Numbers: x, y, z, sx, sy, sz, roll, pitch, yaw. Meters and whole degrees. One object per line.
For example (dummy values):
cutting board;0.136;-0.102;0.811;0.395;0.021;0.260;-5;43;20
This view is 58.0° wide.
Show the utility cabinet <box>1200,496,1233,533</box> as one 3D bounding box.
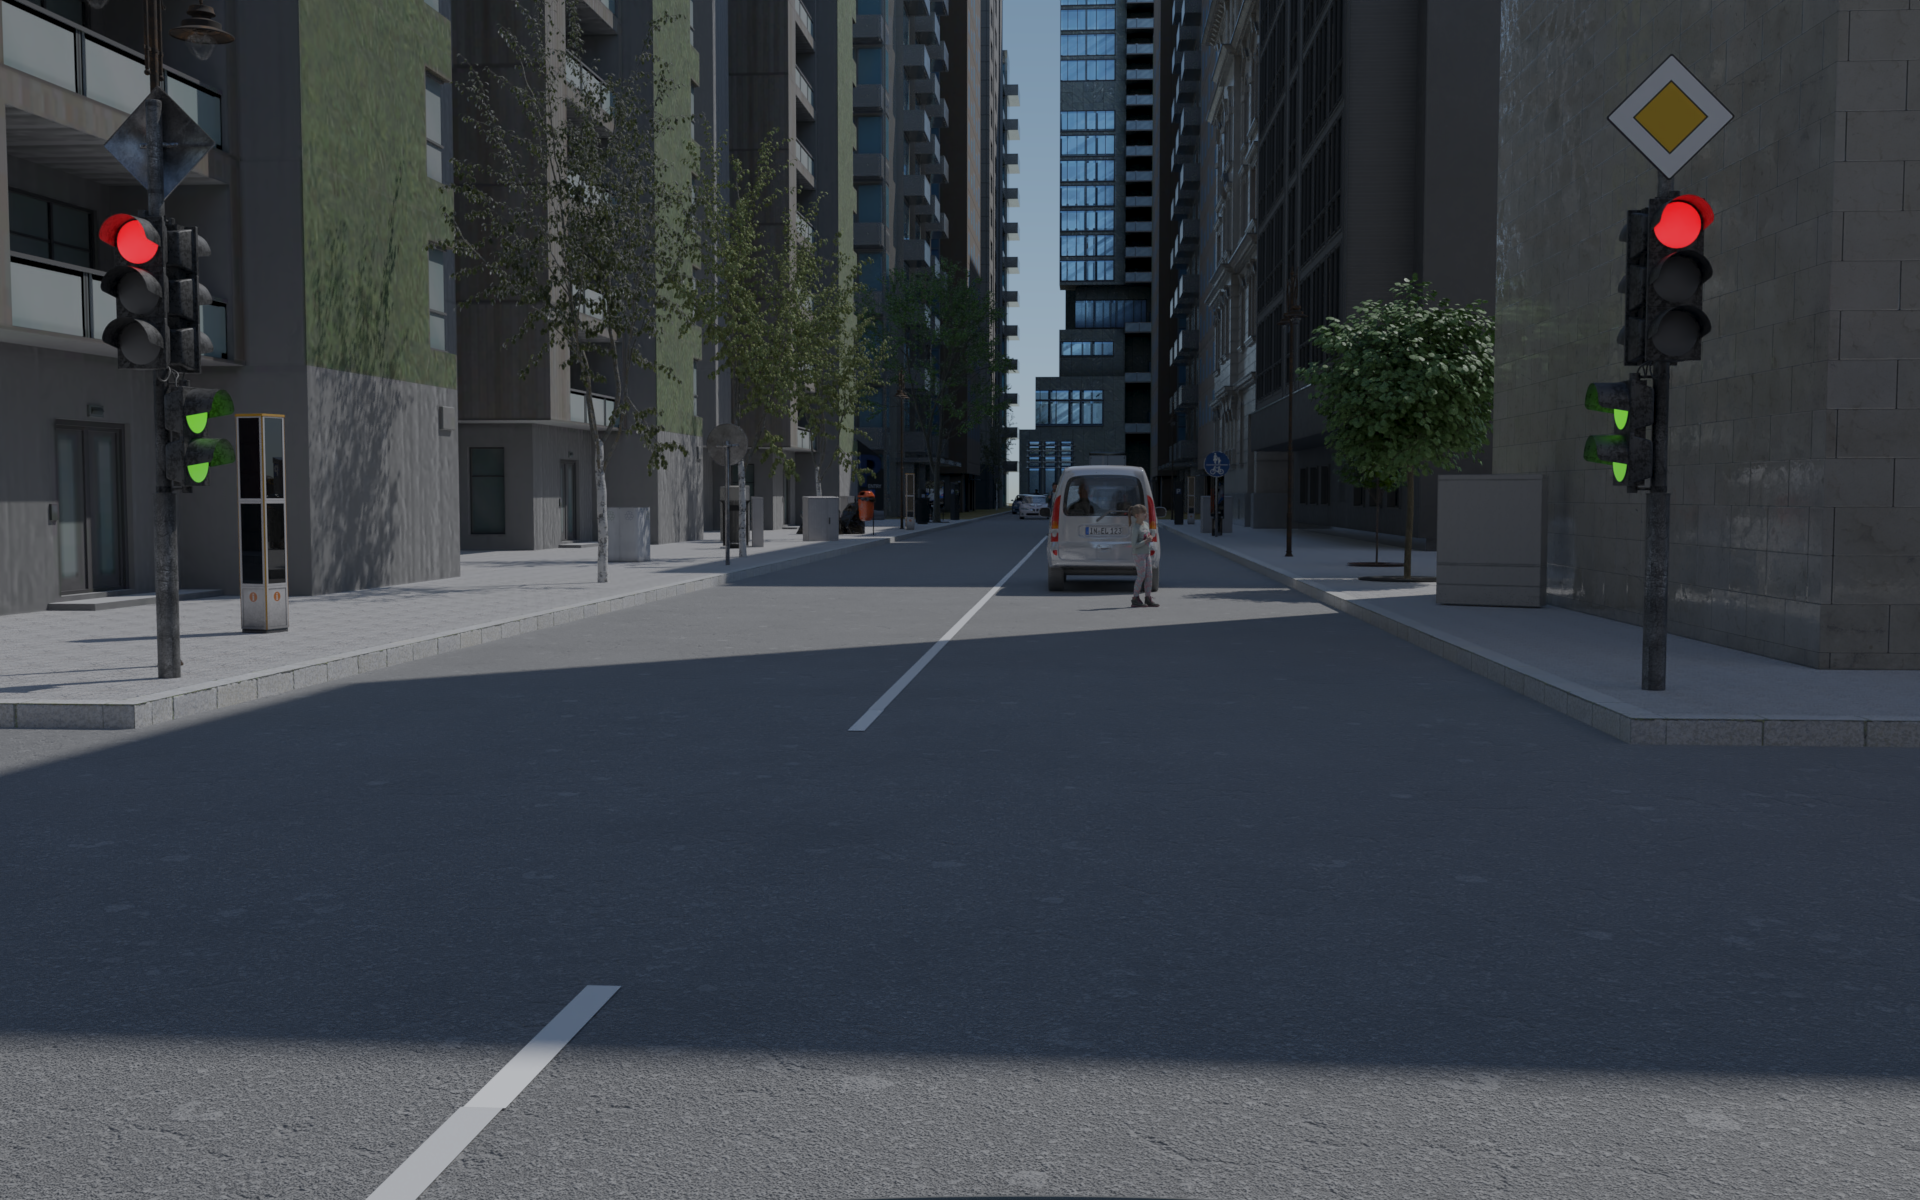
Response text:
utility cabinet;8.470;-2.814;57.166;1.020;1.237;0.306;-1;4;-11

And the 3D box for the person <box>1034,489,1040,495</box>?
person;6.643;-8.725;150.785;1.348;1.869;0.705;3;4;38

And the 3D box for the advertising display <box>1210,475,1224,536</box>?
advertising display;7.900;-2.933;53.167;0.123;1.923;0.974;2;4;27

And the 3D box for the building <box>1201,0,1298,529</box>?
building;17.865;-17.516;73.780;14.401;28.519;23.554;0;4;4

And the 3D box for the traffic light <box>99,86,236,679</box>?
traffic light;-5.504;-1.410;11.974;0.839;4.253;0.868;0;4;4

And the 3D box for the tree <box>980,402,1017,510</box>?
tree;2.722;-11.366;136.200;4.360;8.622;3.978;0;3;0

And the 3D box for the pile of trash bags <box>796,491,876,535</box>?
pile of trash bags;-3.708;-2.761;54.901;1.912;1.369;3.447;-3;4;-36

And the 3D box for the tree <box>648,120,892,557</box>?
tree;-4.188;-5.168;34.861;4.737;8.622;4.395;0;3;0

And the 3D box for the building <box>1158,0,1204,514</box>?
building;25.729;-30.371;116.174;23.786;49.044;30.456;0;4;4

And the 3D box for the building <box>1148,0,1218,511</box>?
building;22.628;-29.893;138.865;14.600;45.320;14.200;0;4;4

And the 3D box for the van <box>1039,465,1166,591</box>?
van;2.216;-1.216;26.900;2.013;2.044;4.112;0;4;4

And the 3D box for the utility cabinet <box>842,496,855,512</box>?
utility cabinet;-3.900;-3.003;60.255;0.306;1.237;1.020;-1;4;-19

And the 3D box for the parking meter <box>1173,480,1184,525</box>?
parking meter;9.120;-4.070;72.253;0.399;1.863;0.255;1;4;18

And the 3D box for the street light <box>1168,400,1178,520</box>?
street light;10.489;-6.888;85.407;0.468;5.910;1.993;0;4;4

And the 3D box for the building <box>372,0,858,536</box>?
building;-11.686;-23.221;63.261;14.154;41.232;14.086;0;4;4

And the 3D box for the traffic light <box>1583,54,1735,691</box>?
traffic light;4.531;-1.366;11.247;0.839;4.253;0.868;0;4;4

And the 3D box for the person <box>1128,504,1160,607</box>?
person;2.334;-0.560;21.930;0.394;1.301;0.425;1;4;18

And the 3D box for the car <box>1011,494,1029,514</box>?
car;4.664;-6.865;124.245;2.014;1.417;4.499;0;4;4

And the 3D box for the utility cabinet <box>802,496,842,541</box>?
utility cabinet;-3.794;-2.207;47.248;1.020;1.237;0.306;-3;5;-39

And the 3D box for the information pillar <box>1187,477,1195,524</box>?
information pillar;9.783;-4.208;73.296;0.304;2.012;0.304;0;4;4

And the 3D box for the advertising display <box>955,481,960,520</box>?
advertising display;-0.121;-4.942;86.022;0.123;1.923;0.974;-1;4;-10

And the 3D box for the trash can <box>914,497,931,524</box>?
trash can;-1.594;-3.794;73.682;0.748;1.137;0.748;0;3;0

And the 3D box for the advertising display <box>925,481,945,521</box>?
advertising display;-1.207;-4.810;83.858;0.974;1.923;0.123;1;4;21

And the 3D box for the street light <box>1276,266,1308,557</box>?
street light;6.746;-3.826;35.337;0.468;5.910;1.993;0;4;4

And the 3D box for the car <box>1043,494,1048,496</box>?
car;7.099;-7.771;136.849;2.009;1.686;4.222;0;4;6

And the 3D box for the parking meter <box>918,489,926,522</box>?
parking meter;-1.750;-4.368;79.833;0.372;1.533;0.369;0;3;0

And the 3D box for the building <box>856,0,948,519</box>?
building;-12.403;-29.530;102.425;23.786;49.044;30.456;0;4;4

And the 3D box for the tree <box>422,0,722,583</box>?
tree;-5.243;-4.544;24.657;4.360;8.622;3.978;0;3;0

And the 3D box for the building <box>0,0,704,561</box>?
building;-14.751;-21.883;41.383;14.154;41.232;14.086;0;4;4

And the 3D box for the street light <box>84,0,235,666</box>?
street light;-5.904;-2.446;12.772;0.468;5.910;1.993;0;4;4

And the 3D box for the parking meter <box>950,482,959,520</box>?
parking meter;-0.269;-4.864;85.245;0.255;1.863;0.399;-3;5;-42

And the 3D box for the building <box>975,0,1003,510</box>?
building;-6.982;-43.589;150.926;20.611;71.187;20.563;0;4;4

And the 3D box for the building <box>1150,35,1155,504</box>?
building;23.935;-28.713;153.048;14.154;41.232;14.086;0;4;4

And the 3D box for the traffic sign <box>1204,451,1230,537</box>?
traffic sign;7.664;-3.156;51.700;0.768;2.556;0.104;1;4;11

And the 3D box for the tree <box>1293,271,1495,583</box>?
tree;6.588;-2.565;25.652;4.285;4.588;4.351;0;3;0

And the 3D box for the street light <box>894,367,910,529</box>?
street light;-2.131;-5.539;63.358;0.468;5.910;1.993;0;4;4

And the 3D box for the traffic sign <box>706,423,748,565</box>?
traffic sign;-4.195;-1.901;31.191;0.768;2.556;0.104;0;4;6

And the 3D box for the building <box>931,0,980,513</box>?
building;-5.863;-29.045;124.998;14.600;45.320;14.200;0;4;4

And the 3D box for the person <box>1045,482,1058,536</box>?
person;3.183;-2.980;57.213;0.794;1.824;0.713;2;4;32

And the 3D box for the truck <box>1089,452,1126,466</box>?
truck;10.344;-8.082;121.059;2.839;4.237;11.283;0;4;5

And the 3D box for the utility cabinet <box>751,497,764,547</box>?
utility cabinet;-4.931;-1.901;42.239;0.306;1.237;1.020;0;4;-7

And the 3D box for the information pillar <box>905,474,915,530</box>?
information pillar;-1.800;-3.522;62.075;0.304;2.012;0.304;-1;4;-10

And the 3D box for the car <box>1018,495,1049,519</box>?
car;4.354;-5.336;99.608;2.083;1.381;4.827;0;4;3

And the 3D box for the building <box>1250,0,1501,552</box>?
building;16.594;-15.643;49.272;14.314;27.812;24.014;0;4;4

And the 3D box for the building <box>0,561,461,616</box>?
building;-15.255;-20.533;19.316;14.154;41.232;14.086;0;4;4

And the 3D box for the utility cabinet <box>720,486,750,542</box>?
utility cabinet;-6.004;-2.289;46.096;0.318;1.500;1.173;-2;4;-34

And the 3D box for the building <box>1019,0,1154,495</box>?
building;22.147;-53.033;179.765;31.000;86.520;22.319;0;4;4

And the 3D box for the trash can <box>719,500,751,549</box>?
trash can;-5.301;-1.789;40.907;0.748;1.137;0.748;0;3;0

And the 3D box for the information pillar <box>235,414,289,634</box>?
information pillar;-6.451;-0.705;16.019;0.304;2.012;0.304;1;4;19

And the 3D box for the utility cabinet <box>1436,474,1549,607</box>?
utility cabinet;6.073;-0.678;19.772;1.173;1.500;0.318;2;4;32

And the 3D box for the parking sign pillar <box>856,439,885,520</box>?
parking sign pillar;-4.445;-5.943;85.642;1.447;3.967;1.447;-2;4;-24

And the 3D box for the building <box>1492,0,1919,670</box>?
building;15.041;-9.897;16.574;16.860;20.320;10.420;0;4;4

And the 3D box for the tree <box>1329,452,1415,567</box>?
tree;7.562;-2.218;30.870;1.663;3.219;1.824;0;3;0

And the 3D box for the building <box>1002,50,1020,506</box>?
building;-8.904;-34.478;183.325;30.456;49.044;23.786;0;4;4

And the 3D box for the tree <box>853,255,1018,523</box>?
tree;-1.168;-9.247;76.938;9.928;11.665;9.643;0;3;0

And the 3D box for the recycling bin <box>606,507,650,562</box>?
recycling bin;-6.323;-1.240;32.836;0.722;1.027;0.722;1;4;9
